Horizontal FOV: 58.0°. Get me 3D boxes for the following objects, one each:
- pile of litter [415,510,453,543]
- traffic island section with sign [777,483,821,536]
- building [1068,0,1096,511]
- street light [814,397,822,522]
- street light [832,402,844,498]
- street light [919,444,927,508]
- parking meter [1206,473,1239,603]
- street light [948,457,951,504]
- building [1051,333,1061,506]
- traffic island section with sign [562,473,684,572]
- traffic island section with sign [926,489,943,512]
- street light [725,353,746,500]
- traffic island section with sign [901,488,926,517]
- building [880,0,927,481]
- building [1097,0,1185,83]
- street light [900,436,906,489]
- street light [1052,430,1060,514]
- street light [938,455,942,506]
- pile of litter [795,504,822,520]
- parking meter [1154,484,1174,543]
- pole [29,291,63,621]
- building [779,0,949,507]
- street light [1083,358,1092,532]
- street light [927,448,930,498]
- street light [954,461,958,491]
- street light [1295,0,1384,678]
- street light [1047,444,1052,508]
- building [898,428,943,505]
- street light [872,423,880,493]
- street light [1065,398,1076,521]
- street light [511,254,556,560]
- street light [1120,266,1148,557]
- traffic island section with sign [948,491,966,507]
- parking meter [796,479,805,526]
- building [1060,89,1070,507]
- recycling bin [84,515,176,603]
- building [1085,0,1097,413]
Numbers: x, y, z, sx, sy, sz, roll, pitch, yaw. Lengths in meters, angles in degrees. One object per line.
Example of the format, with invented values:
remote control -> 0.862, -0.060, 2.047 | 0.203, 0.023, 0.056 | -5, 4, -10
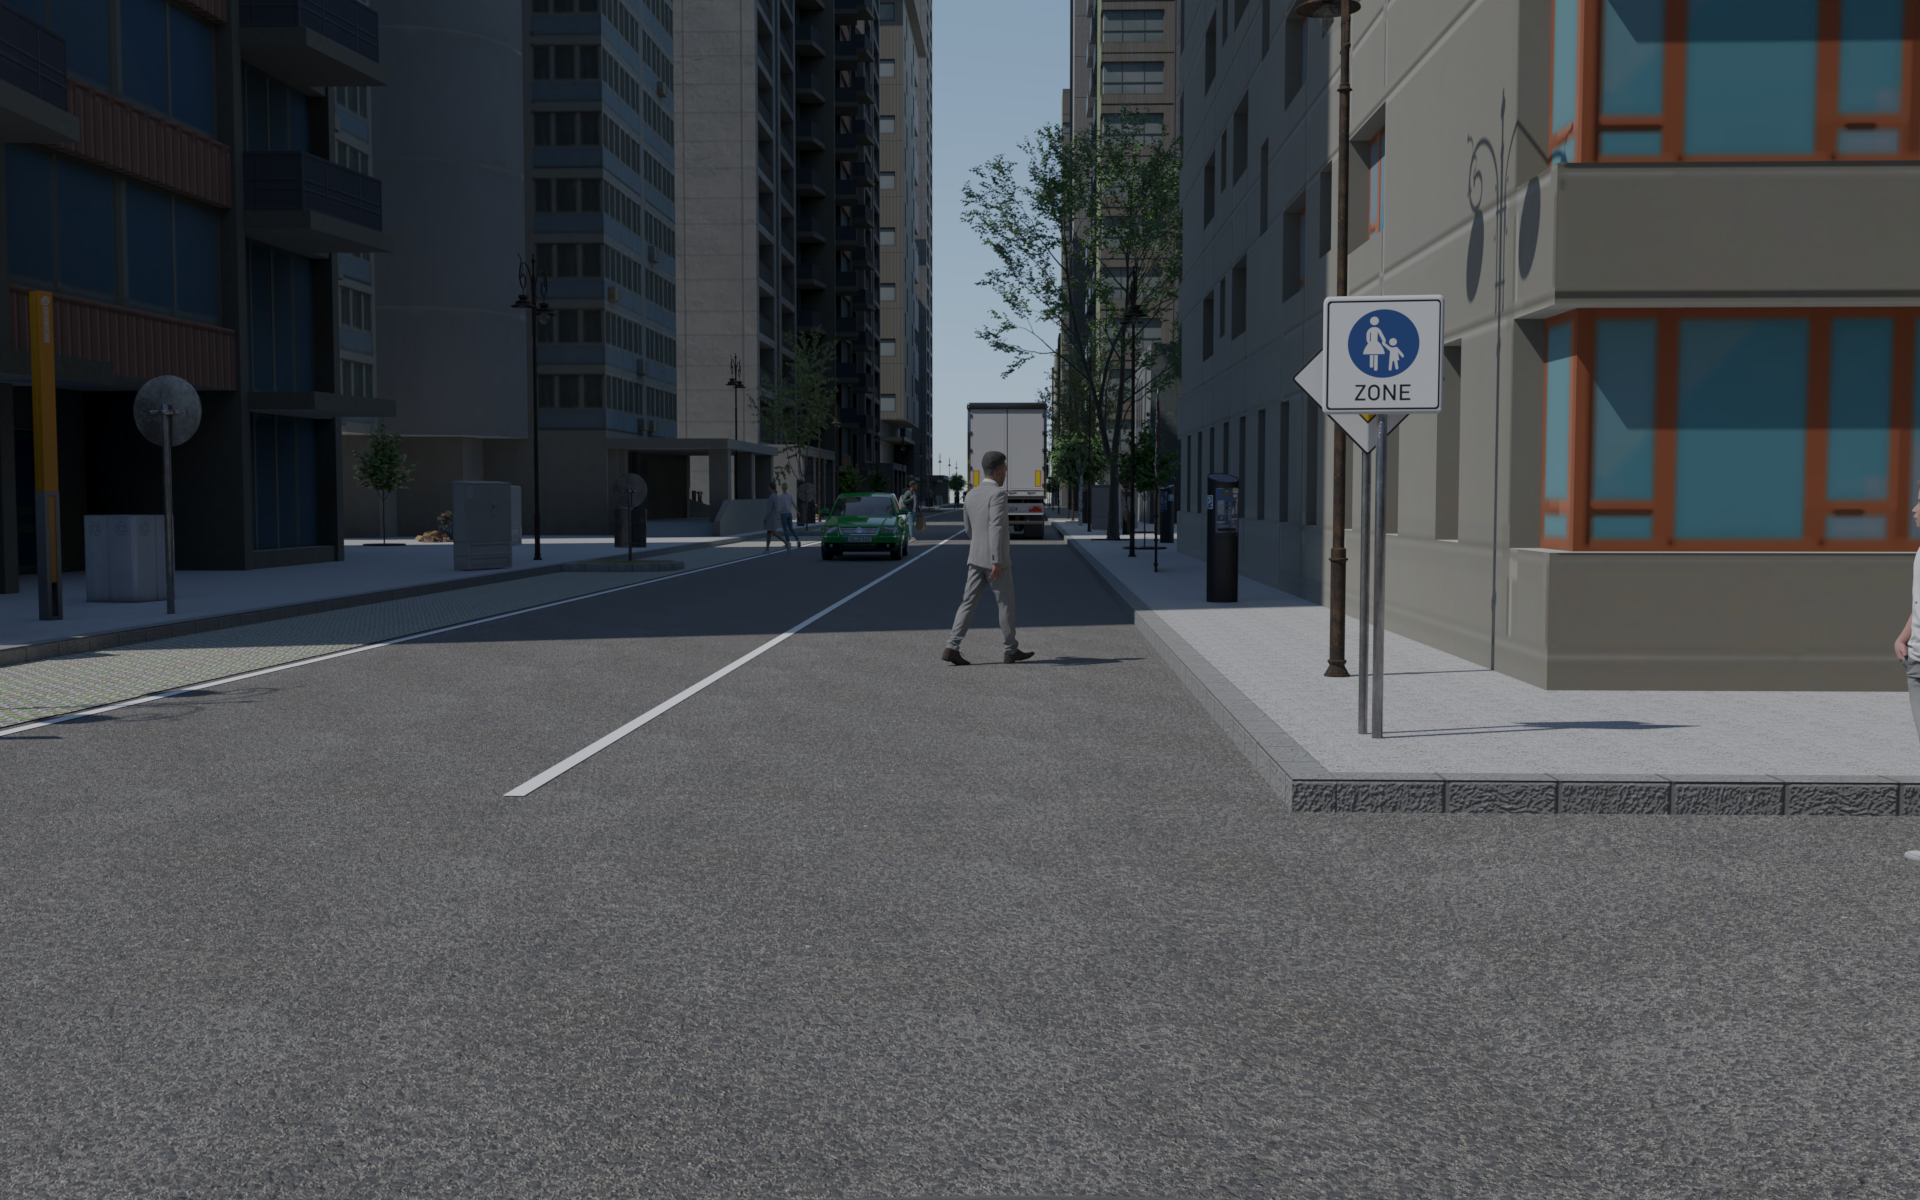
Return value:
pile of litter -> -14.034, -1.982, 46.375 | 1.176, 0.858, 1.719 | 0, 4, 5
traffic island section with sign -> -5.248, -3.108, 59.449 | 1.989, 1.847, 2.006 | 0, 4, 2
building -> 19.589, -36.801, 143.699 | 21.231, 58.520, 28.212 | 0, 4, 2
street light -> -6.496, -6.567, 80.151 | 0.468, 5.910, 1.993 | 0, 4, 2
street light -> -6.162, -7.004, 87.299 | 0.468, 5.910, 1.993 | 0, 4, 2
street light -> -3.555, -11.294, 157.446 | 0.468, 5.910, 1.993 | 0, 4, 2
parking meter -> 3.120, -0.744, 20.573 | 0.372, 1.533, 0.369 | 0, 3, 0
street light -> -1.315, -14.927, 216.836 | 0.468, 5.910, 1.993 | 0, 4, 2
building -> 24.942, -21.696, 199.768 | 27.650, 21.520, 28.899 | 0, 4, 2
traffic island section with sign -> -6.258, -1.461, 32.512 | 1.989, 1.847, 2.006 | 0, 4, 2
traffic island section with sign -> -2.360, -7.816, 136.427 | 1.989, 1.847, 2.006 | 0, 4, 2
street light -> -7.357, -5.149, 56.966 | 0.468, 5.910, 1.993 | 0, 4, 2
traffic island section with sign -> -3.372, -6.169, 109.491 | 1.989, 1.847, 2.006 | 0, 4, 2
building -> -18.426, -36.306, 182.844 | 28.713, 52.752, 27.495 | 0, 4, 2
building -> 14.258, -25.006, 92.450 | 14.154, 41.232, 14.086 | 0, 4, 2
street light -> -4.418, -9.859, 133.982 | 0.468, 5.910, 1.993 | 0, 4, 2
street light -> 6.486, -8.608, 113.531 | 0.468, 5.910, 1.993 | 0, 4, 2
street light -> -2.237, -13.509, 193.654 | 0.468, 5.910, 1.993 | 0, 4, 2
pile of litter -> -7.240, -4.305, 84.345 | 1.719, 0.858, 1.176 | 2, 4, 26
parking meter -> 5.432, -2.264, 45.431 | 0.372, 1.533, 0.369 | 0, 3, 0
pole -> -9.252, -1.449, 17.529 | 0.158, 3.312, 0.155 | 0, 3, 0
building -> -11.872, -48.451, 230.423 | 20.563, 71.187, 20.611 | 0, 4, 2
street light -> 4.394, -5.254, 58.693 | 0.468, 5.910, 1.993 | 0, 4, 2
street light -> -3.107, -12.034, 169.543 | 0.468, 5.910, 1.993 | 0, 4, 2
street light -> -0.500, -16.356, 240.213 | 0.468, 5.910, 1.993 | 0, 4, 2
street light -> 2.654, -2.399, 12.016 | 0.468, 5.910, 1.993 | 0, 4, 2
street light -> 7.347, -10.026, 136.715 | 0.468, 5.910, 1.993 | 0, 4, 2
building -> -18.531, -31.643, 209.238 | 32.217, 40.220, 23.993 | 0, 4, 2
street light -> -5.308, -8.441, 110.799 | 0.468, 5.910, 1.993 | 0, 4, 2
street light -> 5.416, -6.735, 82.906 | 0.468, 5.910, 1.993 | 0, 4, 2
street light -> -8.211, -3.713, 33.495 | 0.468, 5.910, 1.993 | 0, 4, 2
street light -> 3.515, -3.817, 35.201 | 0.468, 5.910, 1.993 | 0, 4, 2
traffic island section with sign -> -0.265, -11.222, 192.102 | 1.989, 1.847, 2.006 | 0, 4, 2
parking meter -> -6.357, -3.876, 69.077 | 0.255, 1.863, 0.399 | -1, 4, -21
building -> 17.354, -30.238, 177.983 | 14.154, 41.232, 14.086 | 0, 4, 2
recycling bin -> -9.951, -0.503, 20.772 | 0.722, 1.027, 0.722 | 1, 4, 14
building -> 19.742, -30.280, 114.683 | 23.786, 49.044, 30.456 | 0, 4, 2
